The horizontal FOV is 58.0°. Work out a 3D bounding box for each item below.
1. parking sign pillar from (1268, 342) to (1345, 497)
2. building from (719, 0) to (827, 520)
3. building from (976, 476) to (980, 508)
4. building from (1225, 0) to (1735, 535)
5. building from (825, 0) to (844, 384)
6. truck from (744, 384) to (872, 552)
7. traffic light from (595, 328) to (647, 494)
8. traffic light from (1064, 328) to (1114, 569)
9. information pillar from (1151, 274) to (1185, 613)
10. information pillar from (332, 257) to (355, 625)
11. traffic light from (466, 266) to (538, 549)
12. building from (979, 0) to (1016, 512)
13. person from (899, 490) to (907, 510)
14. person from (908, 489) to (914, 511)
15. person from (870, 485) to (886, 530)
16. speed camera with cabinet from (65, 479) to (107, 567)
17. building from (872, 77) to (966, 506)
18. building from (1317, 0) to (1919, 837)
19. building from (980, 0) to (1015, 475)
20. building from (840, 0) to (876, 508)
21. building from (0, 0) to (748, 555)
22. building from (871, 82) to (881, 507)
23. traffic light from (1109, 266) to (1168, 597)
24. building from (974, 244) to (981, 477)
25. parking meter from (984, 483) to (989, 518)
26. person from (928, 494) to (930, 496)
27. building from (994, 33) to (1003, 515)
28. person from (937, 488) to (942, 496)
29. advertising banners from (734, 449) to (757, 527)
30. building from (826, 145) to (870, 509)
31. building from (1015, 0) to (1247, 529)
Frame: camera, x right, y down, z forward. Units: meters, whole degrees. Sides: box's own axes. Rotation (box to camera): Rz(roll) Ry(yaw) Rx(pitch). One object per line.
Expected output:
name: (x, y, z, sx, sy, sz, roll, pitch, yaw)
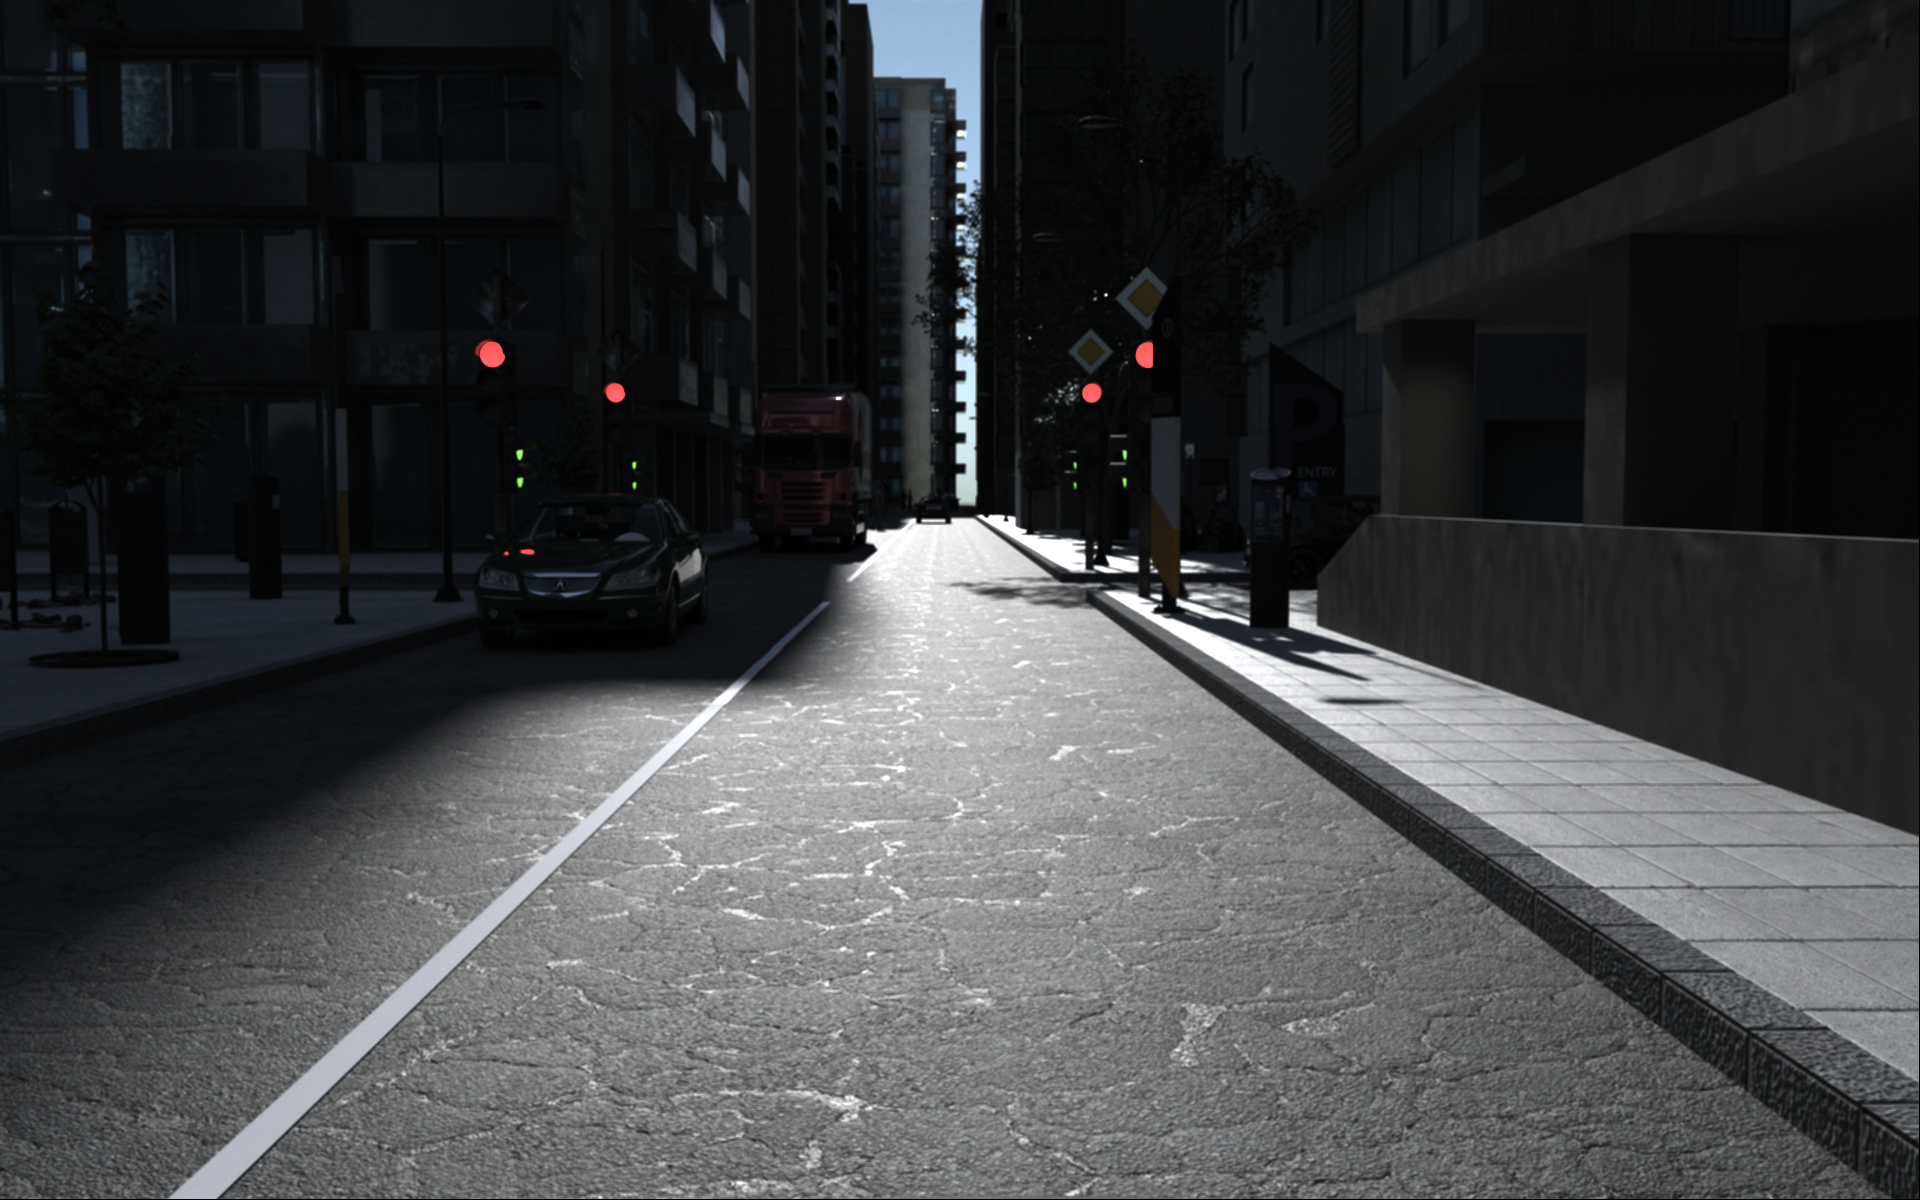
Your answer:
parking sign pillar: (6.149, -2.586, 30.760, 1.447, 3.967, 1.447, 0, 4, 2)
building: (-14.488, -24.948, 91.492, 14.154, 41.232, 14.086, 0, 4, -1)
building: (17.784, -29.132, 168.191, 32.217, 40.220, 23.993, 0, 4, -1)
building: (21.514, -27.649, 41.298, 27.495, 52.752, 28.713, 0, 4, -1)
building: (-18.065, -49.261, 118.086, 22.319, 86.520, 31.000, 0, 4, -1)
truck: (-3.835, -3.518, 46.429, 2.839, 4.237, 11.283, 0, 4, 0)
traffic light: (-5.763, -2.475, 29.394, 0.839, 4.253, 0.868, 0, 4, -1)
traffic light: (2.197, -2.482, 29.494, 0.839, 4.253, 0.868, 0, 4, -1)
information pillar: (2.236, -1.677, 18.768, 0.183, 3.616, 0.504, -2, 4, -24)
information pillar: (-6.078, -1.569, 17.011, 0.183, 3.616, 0.504, -1, 4, -22)
traffic light: (-5.679, -1.987, 21.409, 0.839, 4.253, 0.868, 0, 4, -1)
building: (11.963, -42.288, 129.653, 20.563, 71.187, 20.611, 0, 4, -1)
person: (-5.193, -9.213, 159.091, 0.705, 1.831, 1.348, -2, 4, -34)
person: (-4.147, -8.305, 144.269, 0.705, 1.826, 1.348, 1, 4, 14)
person: (-3.177, -3.679, 68.780, 0.853, 1.813, 0.709, -3, 5, -39)
speed camera with cabinet: (-15.728, -2.251, 31.139, 0.660, 3.252, 2.038, -2, 4, -30)
building: (-14.607, -35.436, 198.992, 30.456, 49.044, 23.786, 0, 4, -1)
building: (19.659, -19.390, 8.903, 32.217, 40.220, 23.993, 0, 4, -1)
building: (8.824, -30.486, 148.563, 14.600, 45.320, 14.200, 0, 4, -1)
building: (-14.979, -31.001, 156.978, 14.600, 45.320, 14.200, 0, 4, -1)
building: (-18.044, -26.254, 48.856, 23.786, 49.044, 30.456, 0, 4, -1)
building: (-14.961, -29.912, 172.650, 14.086, 41.232, 14.154, 0, 4, -1)
traffic light: (2.282, -1.993, 21.509, 0.839, 4.253, 0.868, 0, 4, -1)
building: (8.816, -25.935, 195.740, 14.107, 30.474, 14.160, 0, 4, -1)
parking meter: (1.428, -5.386, 93.764, 0.255, 1.863, 0.399, 0, 4, -6)
person: (-2.824, -9.007, 159.025, 0.557, 1.426, 1.065, 0, 4, -2)
building: (9.176, -20.852, 112.625, 14.160, 30.474, 14.107, 0, 4, -1)
person: (-1.375, -6.282, 111.304, 0.705, 1.812, 1.348, -1, 4, -8)
advertising banners: (-8.103, -4.415, 68.378, 2.074, 3.025, 0.090, -3, 5, -44)
building: (-14.824, -22.713, 143.051, 14.160, 30.474, 14.107, 0, 4, -1)
building: (9.165, -18.208, 69.409, 14.160, 30.474, 14.107, 0, 4, -1)
